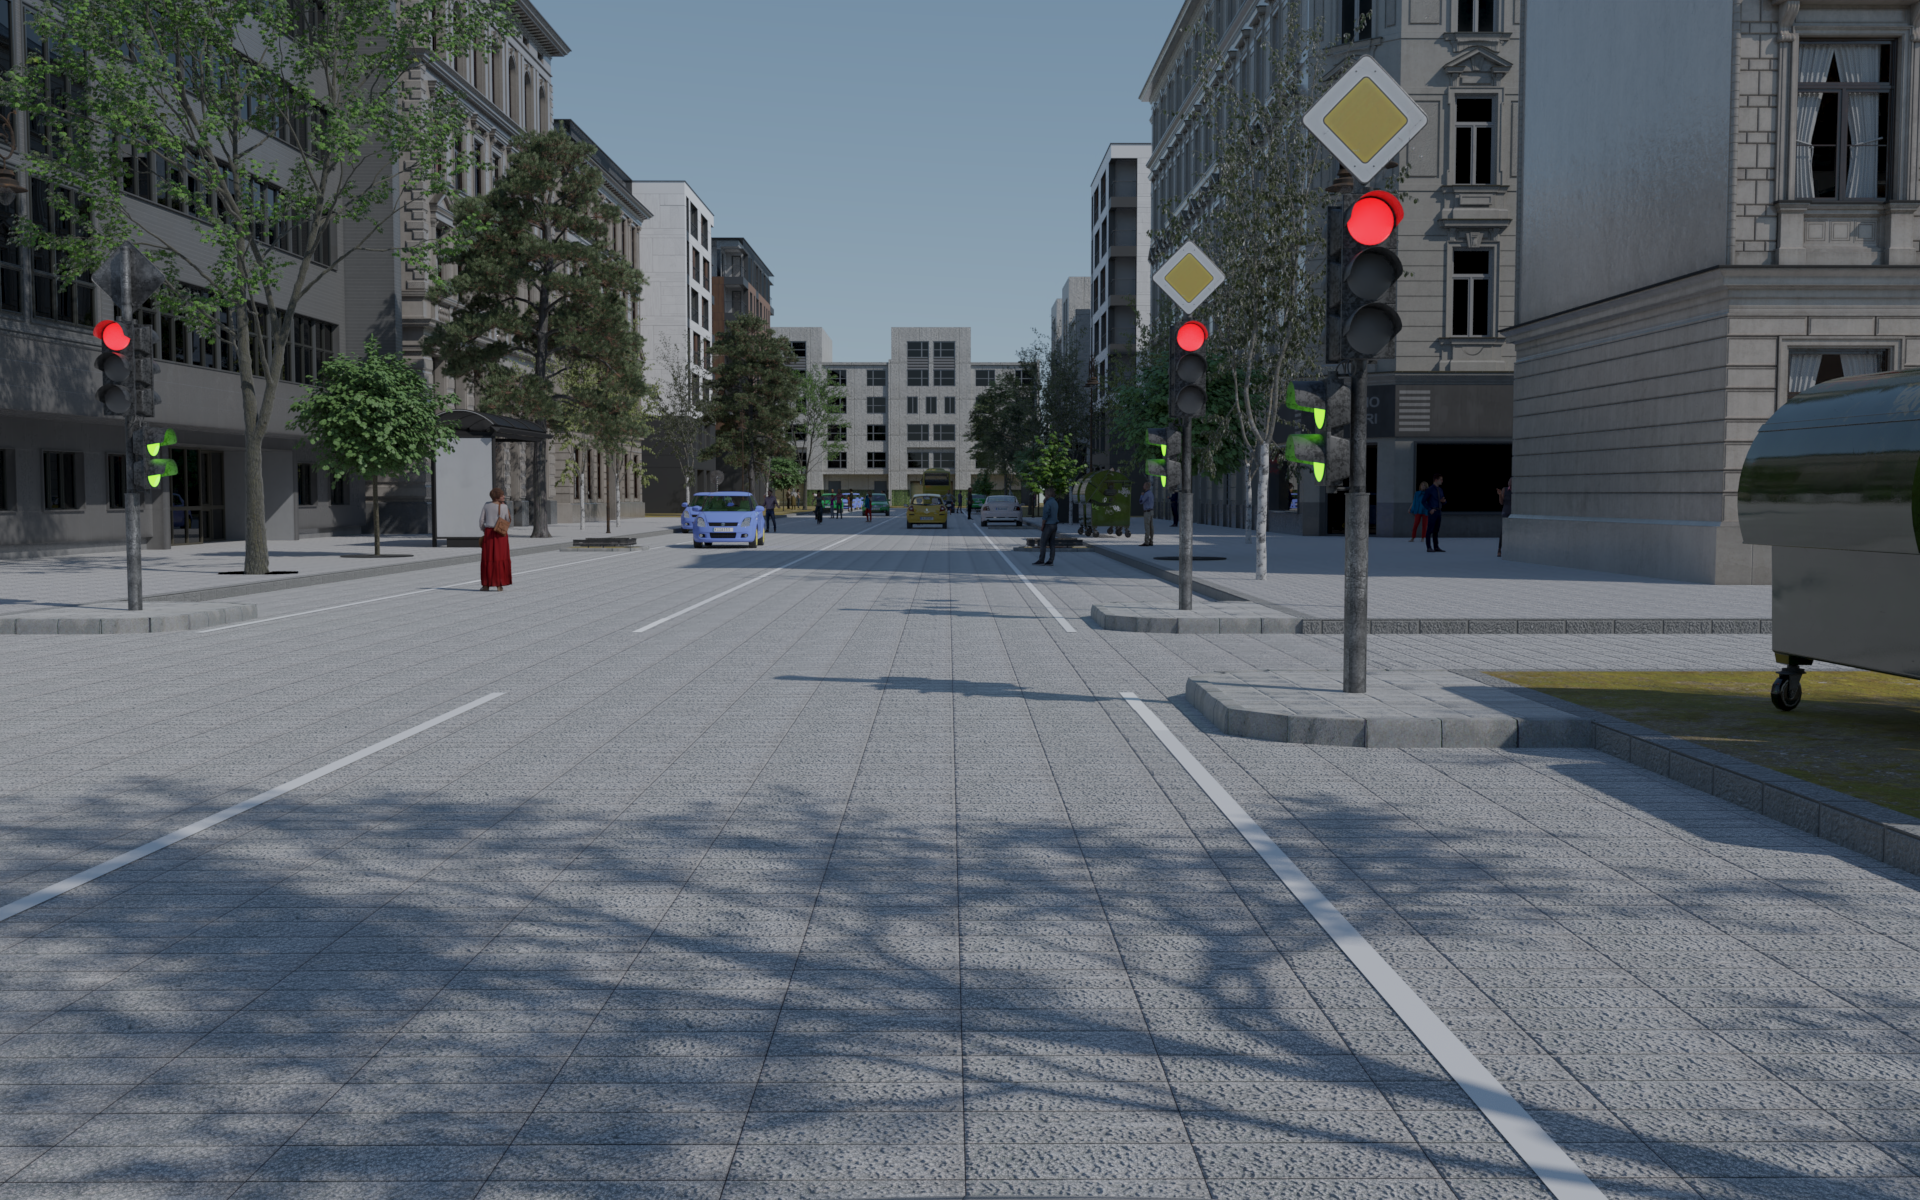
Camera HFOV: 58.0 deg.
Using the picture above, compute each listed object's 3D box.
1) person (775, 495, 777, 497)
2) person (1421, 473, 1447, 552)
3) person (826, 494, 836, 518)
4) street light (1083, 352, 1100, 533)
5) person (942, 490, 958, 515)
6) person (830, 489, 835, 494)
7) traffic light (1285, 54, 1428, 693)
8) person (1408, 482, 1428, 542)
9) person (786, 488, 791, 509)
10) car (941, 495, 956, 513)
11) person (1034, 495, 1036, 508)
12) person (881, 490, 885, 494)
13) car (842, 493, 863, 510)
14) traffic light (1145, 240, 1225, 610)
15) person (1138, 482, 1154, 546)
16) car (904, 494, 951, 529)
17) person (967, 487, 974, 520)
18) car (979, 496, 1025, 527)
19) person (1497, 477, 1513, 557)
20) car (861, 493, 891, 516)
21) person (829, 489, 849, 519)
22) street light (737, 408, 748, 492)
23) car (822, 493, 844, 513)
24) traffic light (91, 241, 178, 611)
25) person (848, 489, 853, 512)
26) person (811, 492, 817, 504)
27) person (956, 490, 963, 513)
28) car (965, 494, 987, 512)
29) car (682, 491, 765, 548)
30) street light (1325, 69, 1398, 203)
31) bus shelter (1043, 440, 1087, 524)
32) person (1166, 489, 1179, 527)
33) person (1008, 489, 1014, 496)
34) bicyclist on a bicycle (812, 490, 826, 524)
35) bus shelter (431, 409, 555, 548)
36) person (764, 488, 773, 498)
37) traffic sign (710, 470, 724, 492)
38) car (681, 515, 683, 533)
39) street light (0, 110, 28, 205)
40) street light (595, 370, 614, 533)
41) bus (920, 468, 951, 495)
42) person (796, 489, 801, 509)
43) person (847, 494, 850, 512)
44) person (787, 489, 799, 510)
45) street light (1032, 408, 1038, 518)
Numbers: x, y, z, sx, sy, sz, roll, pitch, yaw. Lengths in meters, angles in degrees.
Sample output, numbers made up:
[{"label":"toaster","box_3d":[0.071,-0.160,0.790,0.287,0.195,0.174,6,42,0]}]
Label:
[{"label":"person","box_3d":[-18.190,-9.980,169.219,0.705,1.823,1.348,1,4,14]},{"label":"person","box_3d":[10.512,-1.922,38.176,0.504,1.737,0.576,3,5,43]},{"label":"person","box_3d":[-7.569,-5.514,101.871,0.599,1.433,0.991,2,4,31]},{"label":"street light","box_3d":[4.275,-5.116,56.432,0.468,5.910,1.993,0,4,0]},{"label":"person","box_3d":[-0.776,-6.704,118.903,1.217,1.735,0.721,0,4,3]},{"label":"person","box_3d":[-12.342,-9.898,168.400,1.217,1.766,0.721,2,4,31]},{"label":"traffic light","box_3d":[2.537,-1.337,11.104,0.839,4.213,0.868,0,4,0]},{"label":"person","box_3d":[12.323,-2.357,46.286,0.593,1.614,0.444,3,5,44]},{"label":"person","box_3d":[-14.547,-8.638,147.276,0.705,1.823,1.348,-2,4,-27]},{"label":"car","box_3d":[-1.261,-7.244,131.026,1.945,1.354,3.894,0,4,1]},{"label":"person","box_3d":[6.786,-9.159,159.016,0.599,1.433,0.991,1,4,19]},{"label":"person","box_3d":[-6.304,-7.953,139.352,0.721,1.723,1.217,-2,4,-26]},{"label":"car","box_3d":[-10.062,-9.413,163.490,1.945,1.707,3.694,0,4,0]},{"label":"traffic light","box_3d":[2.480,-1.825,19.089,0.839,4.213,0.868,0,4,0]},{"label":"person","box_3d":[4.593,-2.110,42.613,0.319,1.574,0.516,2,4,34]},{"label":"car","box_3d":[-1.376,-3.826,72.780,2.015,1.641,3.980,0,4,-1]},{"label":"person","box_3d":[0.578,-5.396,96.861,0.705,1.807,1.348,1,4,10]},{"label":"car","box_3d":[1.869,-3.988,77.572,2.083,1.381,4.827,0,4,1]},{"label":"person","box_3d":[11.226,-1.704,35.366,0.593,1.643,0.415,-2,4,-35]},{"label":"car","box_3d":[-5.504,-6.403,113.484,1.959,1.807,4.718,0,4,-2]},{"label":"person","box_3d":[-6.971,-5.539,99.789,1.217,1.743,0.721,0,4,5]},{"label":"street light","box_3d":[-11.719,-7.377,93.409,0.468,5.910,1.993,0,4,0]},{"label":"car","box_3d":[-9.779,-7.464,130.837,1.959,1.807,4.718,0,4,0]},{"label":"traffic light","box_3d":[-9.081,-1.819,18.990,0.839,4.213,0.868,0,4,0]},{"label":"person","box_3d":[-8.638,-7.876,136.898,0.705,1.869,1.348,0,4,3]},{"label":"person","box_3d":[-12.480,-8.626,150.270,0.799,1.438,0.628,-1,4,-10]},{"label":"person","box_3d":[0.020,-7.257,128.065,0.530,1.710,0.541,-1,4,-13]},{"label":"car","box_3d":[1.439,-8.204,142.939,1.959,1.807,4.718,0,4,-1]},{"label":"car","box_3d":[-6.243,-2.283,46.924,1.945,1.707,3.694,0,4,-2]},{"label":"street light","box_3d":[4.473,-2.855,19.469,0.468,5.910,1.993,0,4,0]},{"label":"bus shelter","box_3d":[4.639,-5.250,77.128,1.731,3.624,6.357,0,4,0]},{"label":"person","box_3d":[8.350,-3.747,68.008,0.504,1.737,0.576,-1,4,-11]},{"label":"person","box_3d":[4.949,-9.915,168.230,0.705,1.814,1.350,-2,4,-23]},{"label":"bicyclist on a bicycle","box_3d":[-6.644,-4.375,81.553,1.499,1.676,1.625,0,4,0]},{"label":"bus shelter","box_3d":[-11.910,-3.059,43.933,2.014,3.302,5.546,0,4,0]},{"label":"person","box_3d":[-14.225,-7.468,129.084,0.756,1.711,0.436,2,4,28]},{"label":"traffic sign","box_3d":[-12.896,-5.615,91.911,0.768,2.556,0.104,0,4,5]},{"label":"car","box_3d":[-9.269,-3.339,64.178,1.945,1.707,3.694,0,4,1]},{"label":"street light","box_3d":[-11.063,-2.856,19.485,0.468,5.910,1.993,0,4,0]},{"label":"street light","box_3d":[-11.498,-5.117,56.446,0.468,5.910,1.993,0,4,0]},{"label":"bus","box_3d":[-2.282,-10.490,163.050,2.896,3.916,12.252,0,4,-2]},{"label":"person","box_3d":[-14.177,-8.934,152.826,0.721,1.735,1.217,0,4,-6]},{"label":"person","box_3d":[-9.058,-7.935,141.493,0.557,1.426,1.065,1,4,8]},{"label":"person","box_3d":[-13.760,-8.310,142.645,1.217,1.736,0.721,-2,4,-35]},{"label":"street light","box_3d":[3.955,-7.377,93.394,0.468,5.910,1.993,0,4,0]}]
